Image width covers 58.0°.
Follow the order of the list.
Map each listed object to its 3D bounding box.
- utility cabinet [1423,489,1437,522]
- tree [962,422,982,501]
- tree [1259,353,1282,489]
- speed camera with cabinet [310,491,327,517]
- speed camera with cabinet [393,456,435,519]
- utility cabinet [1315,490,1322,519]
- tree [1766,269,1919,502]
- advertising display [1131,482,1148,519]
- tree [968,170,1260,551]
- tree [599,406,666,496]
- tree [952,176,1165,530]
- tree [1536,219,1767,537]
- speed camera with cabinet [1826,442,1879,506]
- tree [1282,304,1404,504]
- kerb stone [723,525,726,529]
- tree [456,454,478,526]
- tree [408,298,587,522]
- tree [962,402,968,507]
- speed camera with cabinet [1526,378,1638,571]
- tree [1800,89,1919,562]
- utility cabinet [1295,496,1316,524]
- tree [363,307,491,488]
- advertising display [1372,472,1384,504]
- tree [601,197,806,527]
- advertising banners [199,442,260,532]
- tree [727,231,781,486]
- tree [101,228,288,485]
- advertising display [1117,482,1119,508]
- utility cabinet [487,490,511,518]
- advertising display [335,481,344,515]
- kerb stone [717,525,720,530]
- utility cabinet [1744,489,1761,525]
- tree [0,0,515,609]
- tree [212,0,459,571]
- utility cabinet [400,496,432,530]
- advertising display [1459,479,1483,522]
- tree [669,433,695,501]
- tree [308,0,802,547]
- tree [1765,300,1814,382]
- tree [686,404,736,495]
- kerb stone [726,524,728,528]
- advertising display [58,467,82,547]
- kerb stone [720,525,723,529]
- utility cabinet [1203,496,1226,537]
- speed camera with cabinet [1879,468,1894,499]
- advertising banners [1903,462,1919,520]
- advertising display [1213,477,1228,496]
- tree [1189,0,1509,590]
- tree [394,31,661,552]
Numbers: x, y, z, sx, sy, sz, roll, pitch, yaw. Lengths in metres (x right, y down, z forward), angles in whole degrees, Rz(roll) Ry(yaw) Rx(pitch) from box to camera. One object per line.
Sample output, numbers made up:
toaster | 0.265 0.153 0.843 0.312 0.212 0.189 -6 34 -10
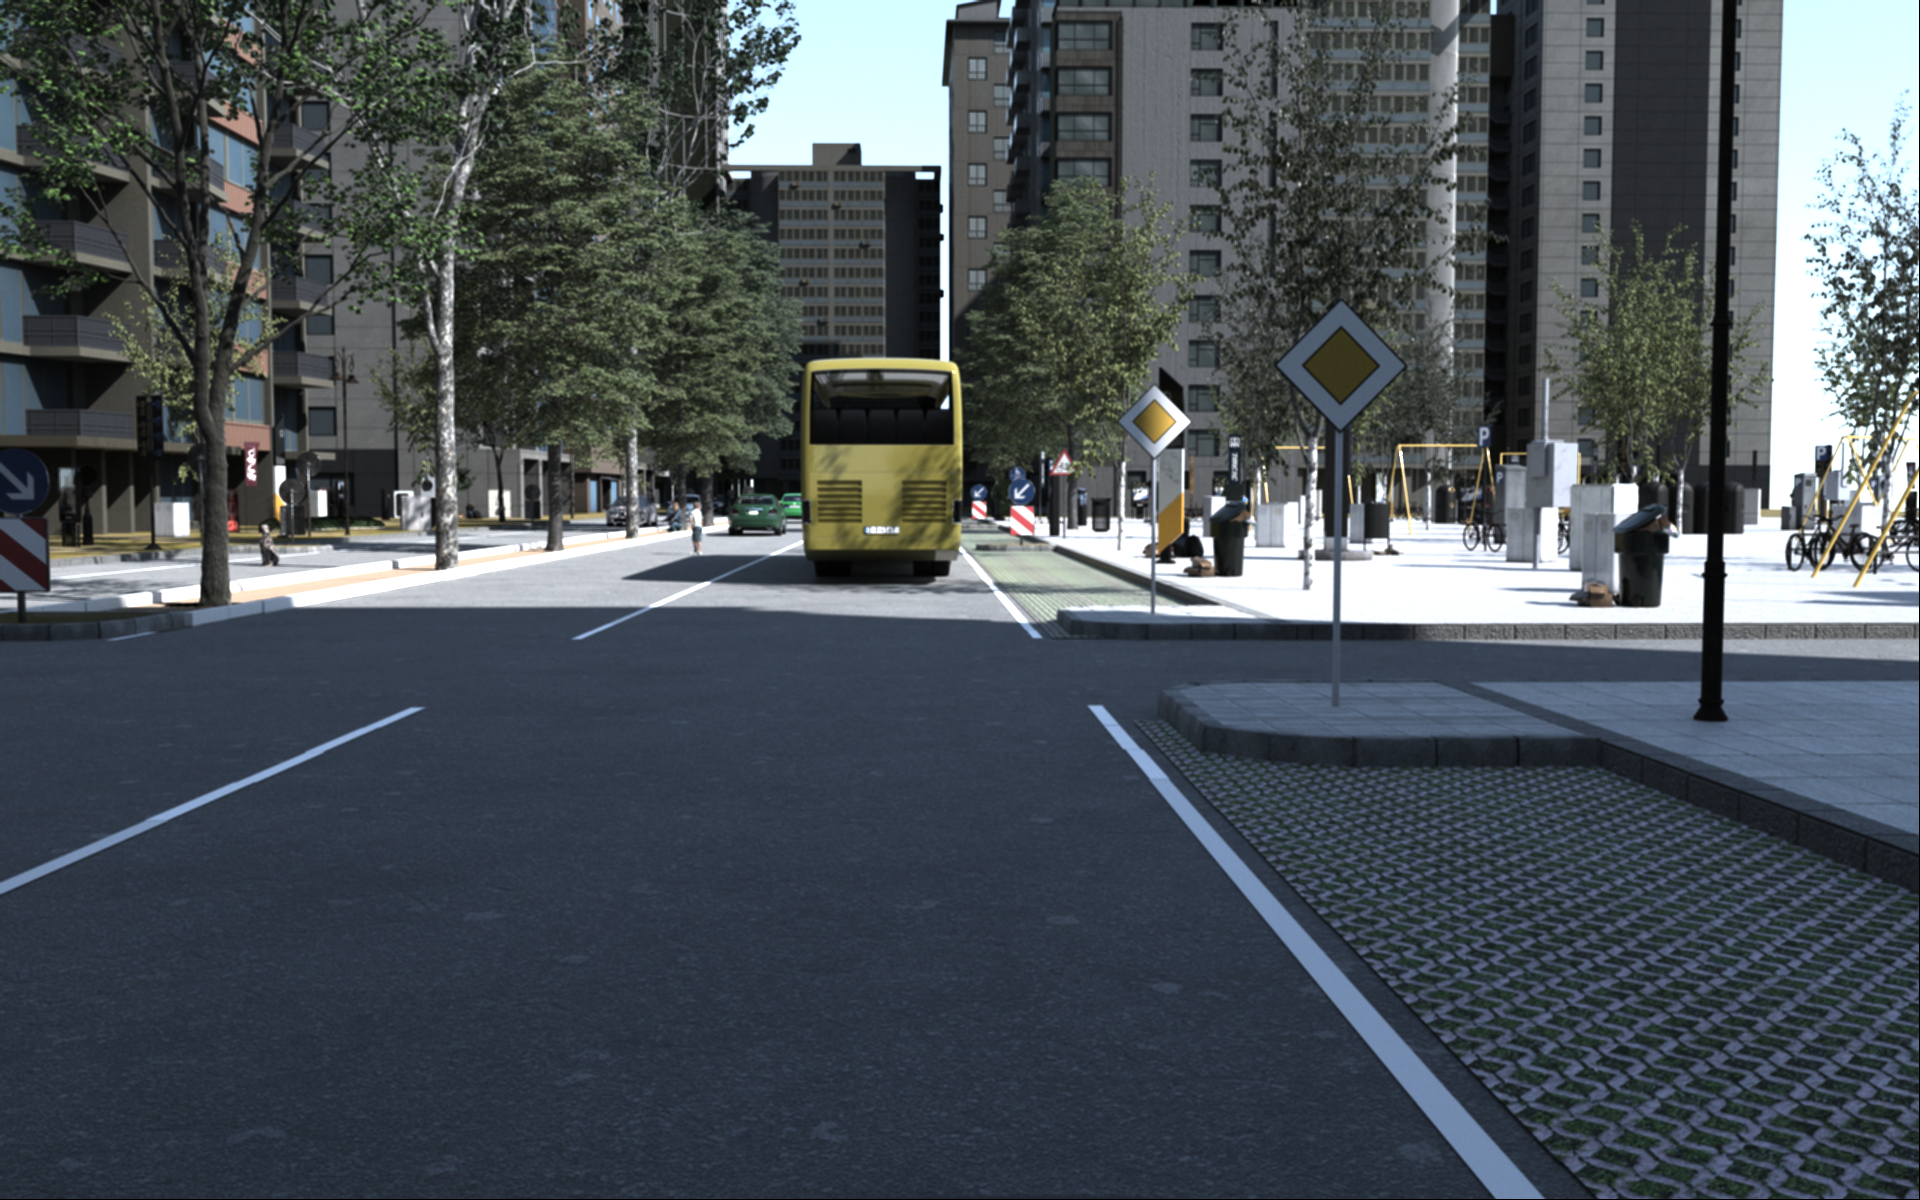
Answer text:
utility cabinet | 21.406 -4.231 77.855 0.318 1.500 1.173 -3 5 -41
tree | 1.027 -12.799 159.634 4.360 8.622 3.978 0 3 0
tree | 14.889 -8.245 85.161 4.737 8.622 4.395 0 3 0
speed camera with cabinet | -30.708 -5.314 81.226 2.038 3.252 0.660 1 4 21
speed camera with cabinet | -28.592 -5.896 90.729 2.038 3.252 0.660 -1 4 -10
utility cabinet | 18.323 -4.895 88.714 0.318 1.500 1.173 1 4 17
tree | 30.178 -6.554 57.522 4.737 8.622 4.395 0 3 0
advertising display | 9.279 -5.148 89.385 0.974 1.923 0.123 -2 4 -26
tree | 3.465 -5.438 39.278 4.737 8.622 4.395 0 3 0
tree | -20.793 -9.586 107.086 4.737 8.622 4.395 0 3 0
tree | 3.852 -8.810 62.172 7.486 12.596 7.792 0 3 0
tree | 17.588 -5.821 45.536 4.737 8.622 4.395 0 3 0
speed camera with cabinet | 34.154 -4.413 66.488 2.038 3.252 0.660 -2 4 -27
tree | 15.069 -7.090 66.278 4.737 8.622 4.395 0 3 0
kerb stone | -9.761 -2.953 70.484 0.120 0.150 1.000 0 4 -2
tree | -20.683 -4.623 70.192 1.663 3.219 1.824 0 3 0
tree | -21.128 -8.888 79.734 8.767 10.594 7.601 -1 4 -14
tree | 2.339 -9.119 99.464 4.737 8.622 4.395 0 3 0
speed camera with cabinet | 10.451 -2.128 29.130 0.660 3.252 2.038 -2 4 -24
tree | 17.724 -5.024 32.504 4.360 8.622 3.978 0 3 0
utility cabinet | 14.683 -3.820 73.613 1.020 1.237 0.306 -3 5 -39
tree | -19.826 -7.012 65.008 4.737 8.622 4.395 0 3 0
advertising display | 12.084 -2.747 50.121 0.123 1.923 0.974 2 4 27
tree | -11.070 -10.162 75.265 9.857 13.997 8.962 0 3 0
advertising banners | -24.406 -3.776 57.927 0.090 3.025 2.074 3 5 43
tree | -10.805 -8.928 66.557 7.486 12.596 7.792 0 3 0
tree | -20.498 -5.905 46.907 4.737 8.622 4.395 0 3 0
advertising display | 8.233 -5.165 89.655 0.123 1.923 0.974 0 4 2
utility cabinet | -24.604 -5.121 92.408 1.173 1.500 0.318 -2 4 -29
advertising display | -29.680 -4.754 82.941 0.123 1.923 0.974 0 4 -3
kerb stone | -9.701 -2.828 68.440 0.120 0.150 1.000 0 4 -2
utility cabinet | 32.519 -3.859 71.771 1.173 1.500 0.318 3 5 43
tree | -9.348 -5.708 21.531 9.928 11.665 9.643 0 3 0
tree | -10.824 -10.657 32.582 12.611 20.169 13.585 0 3 0
utility cabinet | -19.278 -3.070 61.349 1.020 1.237 0.306 -2 4 -30
advertising display | 21.812 -4.199 73.870 0.974 1.923 0.123 2 4 27
tree | -21.255 -10.947 129.338 4.737 8.622 4.395 0 3 0
tree | -11.744 -12.073 55.741 12.611 20.169 13.585 0 3 0
tree | 21.803 -6.205 51.812 4.737 8.622 4.395 0 3 0
tree | -21.402 -13.149 140.739 9.928 11.665 9.643 0 3 0
kerb stone | -9.786 -3.016 71.513 0.120 0.150 1.000 0 4 -2
advertising display | -21.622 -2.255 42.077 0.974 1.923 0.123 3 5 40
kerb stone | -9.732 -2.891 69.462 0.120 0.150 1.000 0 4 -2
utility cabinet | 7.591 -2.477 51.653 0.306 1.237 1.020 2 4 33
speed camera with cabinet | 44.385 -5.517 84.538 2.038 3.252 0.660 1 4 8
advertising banners | 51.984 -5.938 93.281 0.090 3.025 2.074 -3 5 -40
advertising display | 10.080 -3.720 66.040 0.974 1.923 0.123 -1 4 -21
tree | 4.864 -4.447 23.077 4.360 8.622 3.978 0 3 0
tree | -10.179 -7.493 43.088 7.486 12.596 7.792 0 3 0
